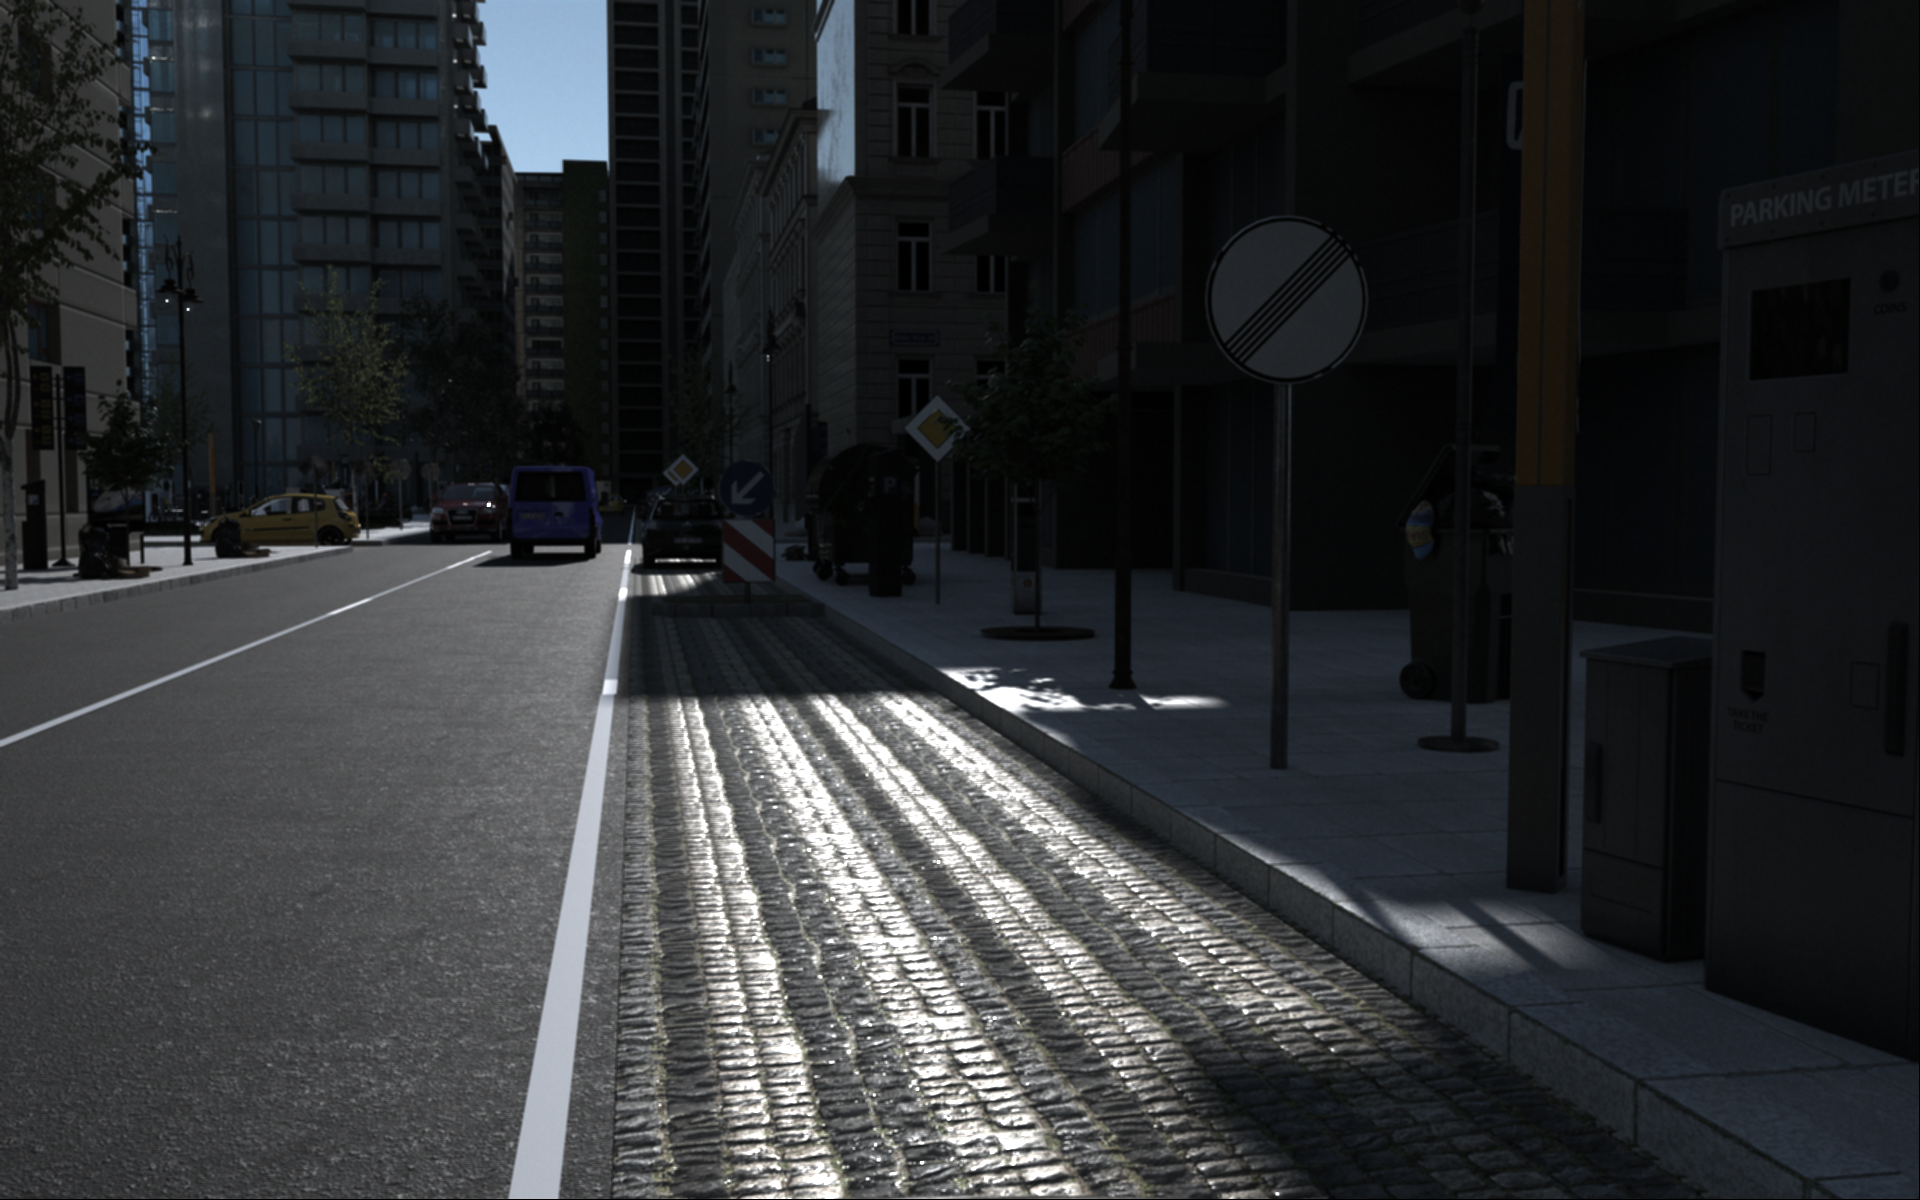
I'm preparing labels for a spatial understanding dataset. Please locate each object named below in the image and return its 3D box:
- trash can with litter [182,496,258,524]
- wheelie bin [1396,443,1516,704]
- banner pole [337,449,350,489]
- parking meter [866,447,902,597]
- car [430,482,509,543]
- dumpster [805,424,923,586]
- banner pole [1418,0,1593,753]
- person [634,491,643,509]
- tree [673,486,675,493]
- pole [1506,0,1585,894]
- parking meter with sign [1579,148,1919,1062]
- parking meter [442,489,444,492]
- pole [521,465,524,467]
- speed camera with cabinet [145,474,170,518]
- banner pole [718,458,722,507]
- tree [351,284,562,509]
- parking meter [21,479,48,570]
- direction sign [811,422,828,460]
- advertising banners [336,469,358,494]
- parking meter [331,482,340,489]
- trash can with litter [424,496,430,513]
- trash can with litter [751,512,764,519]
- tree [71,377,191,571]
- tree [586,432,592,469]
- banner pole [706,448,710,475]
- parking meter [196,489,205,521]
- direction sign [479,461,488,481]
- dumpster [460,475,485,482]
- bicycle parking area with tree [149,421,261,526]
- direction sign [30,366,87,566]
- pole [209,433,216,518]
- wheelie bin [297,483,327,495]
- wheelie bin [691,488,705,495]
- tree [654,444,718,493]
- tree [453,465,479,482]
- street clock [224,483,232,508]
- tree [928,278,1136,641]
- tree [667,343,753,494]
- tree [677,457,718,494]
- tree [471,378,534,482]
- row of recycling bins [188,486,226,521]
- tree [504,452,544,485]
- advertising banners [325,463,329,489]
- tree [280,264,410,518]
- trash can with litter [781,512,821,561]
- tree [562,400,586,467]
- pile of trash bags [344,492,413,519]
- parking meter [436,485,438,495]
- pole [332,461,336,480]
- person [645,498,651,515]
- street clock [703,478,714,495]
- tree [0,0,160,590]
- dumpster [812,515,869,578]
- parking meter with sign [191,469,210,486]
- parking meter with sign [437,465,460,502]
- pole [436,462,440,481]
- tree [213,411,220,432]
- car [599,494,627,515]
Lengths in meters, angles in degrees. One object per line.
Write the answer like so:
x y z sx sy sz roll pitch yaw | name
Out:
-26.216 -3.111 61.919 1.678 1.210 2.233 2 4 34 | trash can with litter
3.217 -0.182 10.879 0.980 1.594 0.693 -3 5 -43 | wheelie bin
-34.462 -6.525 96.700 0.401 3.779 0.863 3 5 40 | banner pole
-0.947 -0.975 21.649 0.399 1.863 0.255 -2 4 -30 | parking meter
-14.905 -2.707 52.930 2.281 1.827 5.304 -1 4 -9 | car
-1.388 -1.374 24.962 1.502 2.255 1.985 -1 4 -10 | dumpster
2.755 -1.144 8.716 0.863 3.779 0.401 -1 4 -11 | banner pole
-31.899 -9.945 171.928 0.721 1.723 1.217 2 4 35 | person
-28.083 -10.860 172.166 1.663 3.219 1.824 0 3 0 | tree
1.884 -0.716 5.556 0.158 3.312 0.155 0 3 0 | pole
2.247 -0.485 4.199 0.543 3.016 1.738 -1 4 -22 | parking meter with sign
-22.535 -4.140 76.094 0.372 1.533 0.369 0 3 0 | parking meter
-31.103 -7.915 123.246 0.158 3.312 0.155 0 3 0 | pole
-43.705 -6.099 94.046 0.660 3.252 2.038 0 4 4 | speed camera with cabinet
-16.183 -7.771 117.065 0.401 3.779 0.863 1 4 11 | banner pole
-23.990 -8.777 77.918 8.767 10.594 7.601 3 4 36 | tree
-15.760 -1.289 29.482 0.372 1.533 0.369 0 3 0 | parking meter
-4.548 -3.801 54.151 0.876 3.537 0.379 -2 4 -27 | direction sign
-42.775 -7.598 120.413 2.074 3.025 0.090 1 4 19 | advertising banners
-31.291 -4.960 86.807 0.399 1.863 0.255 2 4 35 | parking meter
-35.604 -6.447 116.794 1.055 1.170 0.624 -1 4 -18 | trash can with litter
-8.104 -3.356 65.931 2.233 1.210 1.678 -2 4 -27 | trash can with litter
-14.010 -2.100 28.943 1.663 3.219 1.824 0 3 0 | tree
-38.055 -13.786 159.811 8.767 10.594 7.601 0 4 -6 | tree
-13.763 -6.400 94.664 0.401 3.779 0.863 -1 4 -22 | banner pole
-36.525 -4.580 83.300 0.372 1.533 0.369 0 3 0 | parking meter
-32.740 -7.769 119.022 0.876 3.537 0.379 3 4 38 | direction sign
-24.394 -5.165 86.934 1.502 2.255 1.985 -1 4 -10 | dumpster
-30.163 -4.932 67.646 8.231 4.147 9.016 1 4 14 | bicycle parking area with tree
-15.977 -2.371 30.770 0.876 3.537 0.379 -1 4 -17 | direction sign
-24.844 -3.898 57.575 0.158 3.312 0.155 0 3 0 | pole
-18.097 -2.473 48.336 0.693 1.594 0.980 2 4 24 | wheelie bin
-12.921 -4.765 85.821 0.980 1.594 0.693 2 4 27 | wheelie bin
-16.617 -7.524 106.727 4.285 4.588 4.351 0 3 0 | tree
-34.001 -7.687 120.288 1.663 3.219 1.824 0 3 0 | tree
-49.389 -6.869 116.872 0.471 2.002 0.358 1 4 14 | street clock
0.689 -1.289 15.681 1.663 3.219 1.824 0 3 0 | tree
-12.376 -8.163 83.824 4.737 8.622 4.395 0 3 0 | tree
-14.852 -6.361 98.598 1.663 3.219 1.824 0 3 0 | tree
-28.058 -9.493 105.578 4.737 8.622 4.395 0 3 0 | tree
-37.314 -4.806 85.691 1.069 1.692 3.534 0 4 -4 | row of recycling bins
-35.760 -9.721 142.644 4.285 4.588 4.351 0 3 0 | tree
-35.772 -6.170 97.069 0.090 3.025 2.074 0 4 2 | advertising banners
-19.368 -6.412 55.191 4.360 8.622 3.978 0 3 0 | tree
-2.937 -1.342 33.336 1.055 1.170 0.624 1 4 18 | trash can with litter
-26.037 -9.696 92.945 8.767 10.594 7.601 3 5 42 | tree
-29.934 -4.826 88.655 1.912 1.369 3.447 3 5 43 | pile of trash bags
-32.750 -6.284 108.456 0.255 1.863 0.399 0 4 -1 | parking meter
-38.699 -6.928 107.120 0.158 3.312 0.155 0 3 0 | pole
-21.579 -6.479 119.935 0.738 1.151 1.012 0 4 4 | person
-11.073 -4.383 76.225 0.471 2.002 0.358 -1 4 -11 | street clock
-12.972 -4.439 22.936 4.737 8.622 4.395 0 3 0 | tree
-1.649 -1.309 27.167 1.264 1.857 1.865 -1 4 -11 | dumpster
-51.934 -7.522 119.245 1.738 3.016 0.543 -1 4 -15 | parking meter with sign
-30.544 -6.500 102.535 1.738 3.016 0.543 1 4 9 | parking meter with sign
-33.266 -7.132 110.452 0.158 3.312 0.155 0 3 0 | pole
-41.004 -8.549 90.142 4.737 8.622 4.395 0 3 0 | tree
-23.760 -6.598 118.093 2.015 1.641 3.980 -1 4 -9 | car
